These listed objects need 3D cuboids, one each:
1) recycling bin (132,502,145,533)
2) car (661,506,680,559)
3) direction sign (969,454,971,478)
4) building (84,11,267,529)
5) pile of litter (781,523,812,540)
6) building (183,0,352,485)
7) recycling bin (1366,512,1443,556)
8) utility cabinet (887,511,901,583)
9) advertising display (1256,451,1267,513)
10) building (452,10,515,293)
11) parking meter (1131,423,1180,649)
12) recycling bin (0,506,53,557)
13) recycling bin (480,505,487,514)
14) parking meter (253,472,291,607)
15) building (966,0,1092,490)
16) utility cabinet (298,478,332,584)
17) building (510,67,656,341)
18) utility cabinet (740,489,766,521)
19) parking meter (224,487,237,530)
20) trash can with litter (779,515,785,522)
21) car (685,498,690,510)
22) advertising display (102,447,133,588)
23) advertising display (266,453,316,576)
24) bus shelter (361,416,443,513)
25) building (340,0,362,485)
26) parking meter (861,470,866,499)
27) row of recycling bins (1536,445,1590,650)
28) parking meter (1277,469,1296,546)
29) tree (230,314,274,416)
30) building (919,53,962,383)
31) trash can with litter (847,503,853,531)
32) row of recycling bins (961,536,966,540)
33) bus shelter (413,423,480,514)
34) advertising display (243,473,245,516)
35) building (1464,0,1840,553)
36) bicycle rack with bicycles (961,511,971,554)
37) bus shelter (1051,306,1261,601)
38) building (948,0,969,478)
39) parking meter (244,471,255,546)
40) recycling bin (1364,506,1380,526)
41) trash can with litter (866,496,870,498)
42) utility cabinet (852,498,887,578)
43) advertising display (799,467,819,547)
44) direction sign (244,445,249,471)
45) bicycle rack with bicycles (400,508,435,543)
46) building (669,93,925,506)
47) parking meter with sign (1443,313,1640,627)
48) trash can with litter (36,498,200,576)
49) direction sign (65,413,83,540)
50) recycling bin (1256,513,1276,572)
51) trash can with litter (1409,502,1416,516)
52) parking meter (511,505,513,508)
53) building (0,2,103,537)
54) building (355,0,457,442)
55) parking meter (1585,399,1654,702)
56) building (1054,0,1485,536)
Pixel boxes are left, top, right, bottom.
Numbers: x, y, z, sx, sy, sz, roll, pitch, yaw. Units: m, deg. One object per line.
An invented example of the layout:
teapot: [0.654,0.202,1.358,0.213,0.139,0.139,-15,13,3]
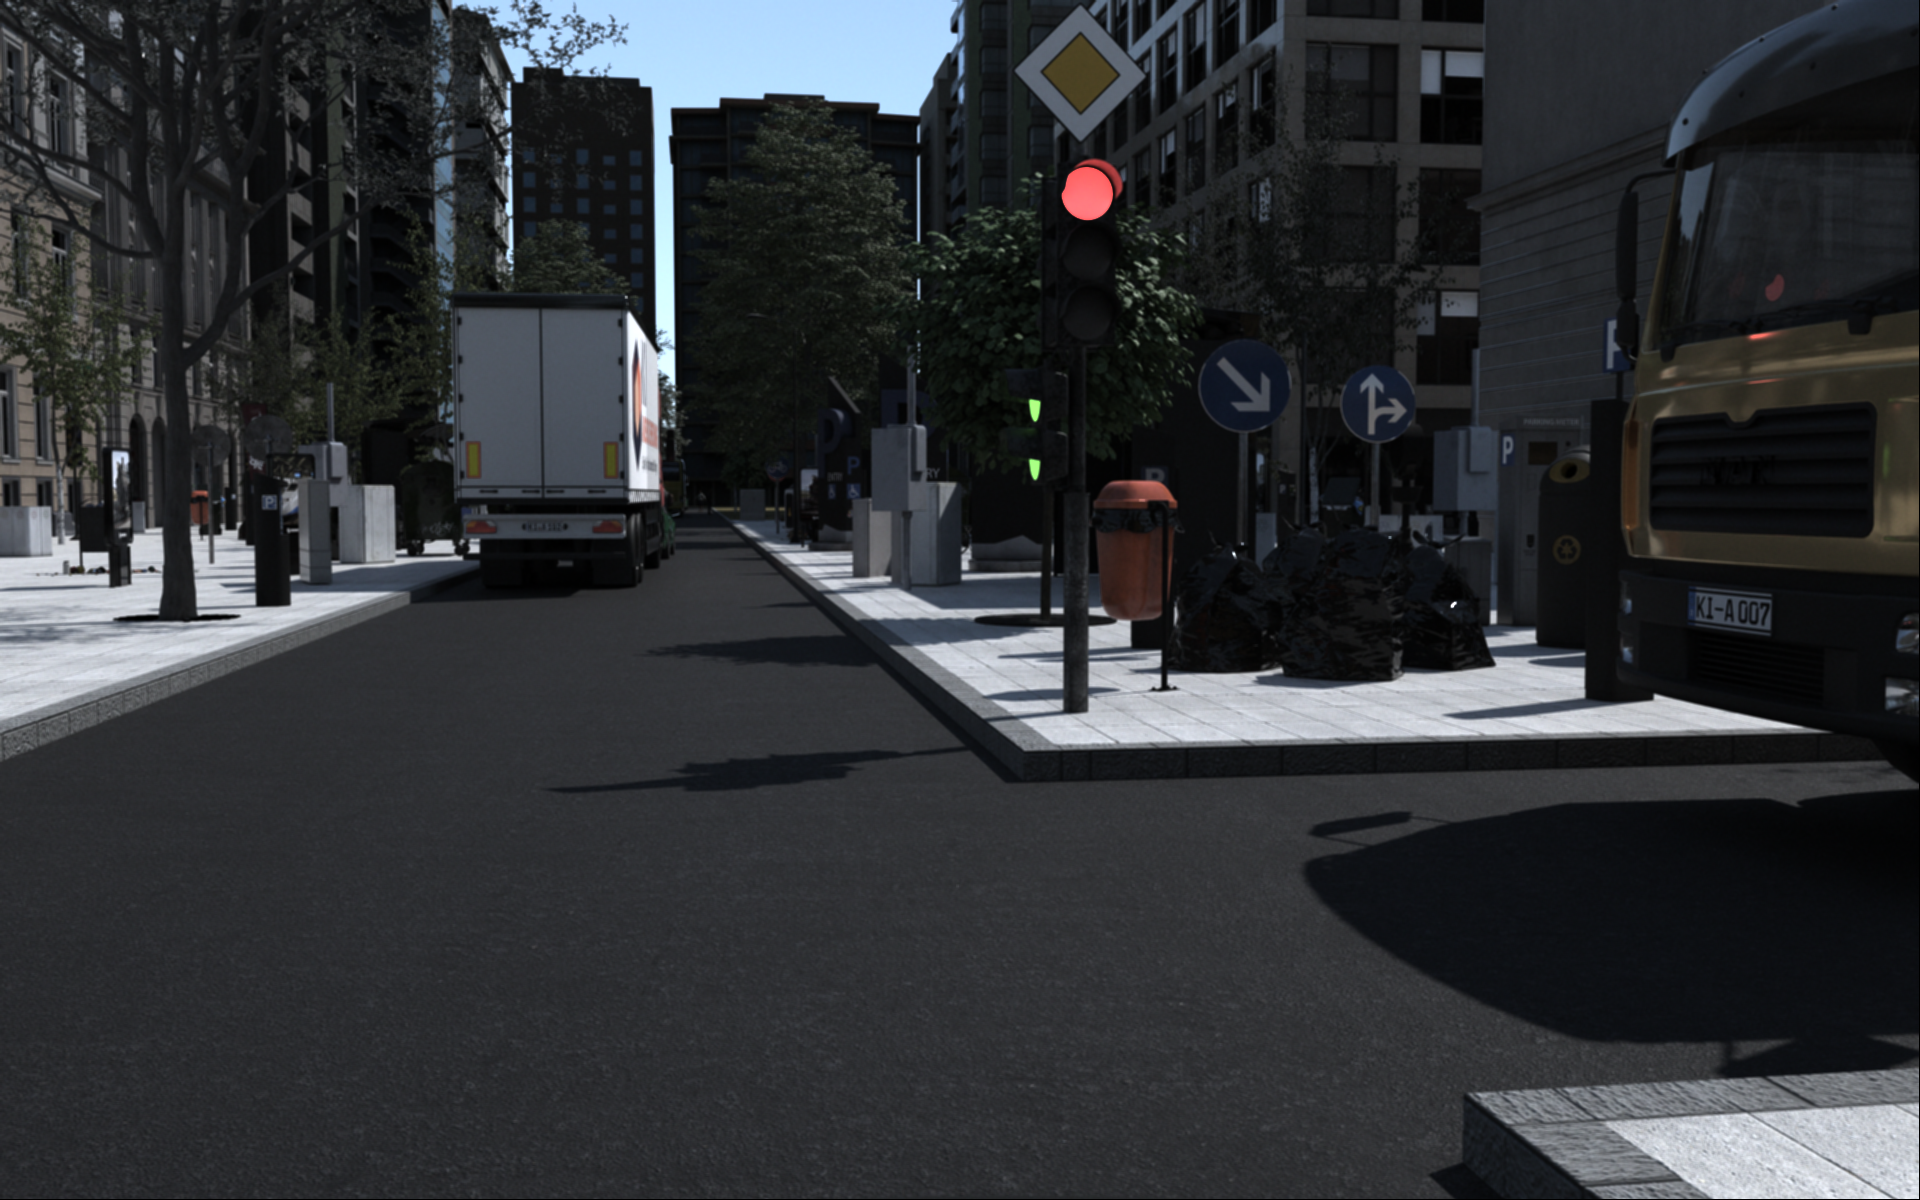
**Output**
recycling bin: [-27.487,-2.749,57.506,0.722,1.027,0.722,-2,4,-29]
car: [-7.473,-1.692,39.462,2.131,1.459,4.920,0,4,-7]
direction sign: [0.781,-5.512,82.114,0.876,3.537,0.379,-3,4,-37]
building: [-36.321,-13.739,66.430,13.314,21.916,24.055,-1,4,-9]
pile of litter: [-4.331,-2.122,48.654,1.719,0.858,1.176,-3,4,-36]
building: [-39.447,-19.287,87.049,14.160,30.474,14.107,-1,4,-9]
recycling bin: [5.342,-0.501,20.745,0.722,1.027,0.722,2,4,28]
utility cabinet: [-0.524,-0.870,25.380,1.020,1.237,0.306,-3,4,-37]
advertising display: [4.147,-1.256,25.745,0.974,1.923,0.123,-2,4,-32]
building: [-61.576,-36.703,189.327,27.495,52.752,28.713,-1,4,-9]
parking meter: [1.625,-0.530,14.382,0.399,1.863,0.255,0,4,6]
recycling bin: [-19.172,-1.405,35.525,0.722,1.027,0.722,1,4,10]
recycling bin: [-17.828,-3.166,64.312,0.722,1.027,0.722,0,4,3]
parking meter: [-7.889,-0.700,19.858,0.372,1.533,0.369,0,3,0]
building: [7.214,-26.103,110.382,14.154,41.232,14.086,-1,4,-9]
utility cabinet: [-9.276,-0.993,24.922,0.318,1.500,1.173,-2,4,-27]
building: [-39.947,-32.779,186.055,14.200,45.320,14.600,-1,4,-9]
utility cabinet: [-9.853,-4.502,82.281,1.173,1.500,0.318,0,4,3]
parking meter: [-25.863,-3.241,61.403,0.372,1.533,0.369,0,3,0]
trash can with litter: [-7.949,-4.232,80.585,1.055,1.170,0.624,1,4,13]
car: [-25.565,-8.873,156.865,2.131,1.459,4.920,-1,4,-9]
advertising display: [-11.693,-1.153,24.068,0.123,1.923,0.974,-1,4,-11]
advertising display: [-10.534,-1.352,27.318,0.123,1.923,0.974,1,4,20]
bus shelter: [-17.477,-3.883,54.763,1.731,3.624,6.357,-1,4,-9]
building: [-45.157,-40.624,102.461,20.563,71.187,20.611,-1,4,-9]
parking meter: [-2.413,-2.201,41.702,0.255,1.863,0.399,-1,4,-12]
row of recycling bins: [5.654,-0.379,13.312,1.069,1.692,3.534,-1,4,-13]
parking meter: [7.560,-2.102,40.078,0.255,1.863,0.399,-2,4,-35]
tree: [-27.613,-7.390,71.181,4.737,8.622,4.395,0,3,0]
building: [6.416,-34.989,195.775,21.600,48.544,21.300,-1,4,-9]
trash can with litter: [-2.139,-1.596,37.485,0.624,1.170,1.055,0,4,-5]
row of recycling bins: [-1.141,-2.591,49.468,1.069,1.692,3.534,-3,5,-41]
bus shelter: [-15.018,-3.571,52.304,2.014,3.302,5.546,-1,4,-9]
advertising display: [-20.714,-2.818,51.287,0.974,1.923,0.123,0,4,2]
building: [23.840,-11.764,34.138,24.055,21.916,13.314,-1,4,-9]
bicycle rack with bicycles: [0.910,-1.477,37.531,2.852,0.926,2.925,-2,4,-31]
bus shelter: [2.393,-1.995,23.903,1.731,3.624,6.357,-1,4,-9]
building: [7.599,-50.121,132.153,22.319,86.520,31.000,-1,4,-9]
parking meter: [-17.602,-2.293,43.203,0.399,1.863,0.255,-3,5,-41]
recycling bin: [8.735,-1.551,37.920,0.722,1.027,0.722,0,4,-6]
trash can with litter: [-2.799,-2.583,53.296,1.678,1.210,2.233,-2,4,-28]
utility cabinet: [-1.342,-0.969,27.002,0.306,1.237,1.020,1,4,22]
advertising display: [-3.379,-2.229,41.663,0.974,1.923,0.123,1,4,10]
direction sign: [-26.544,-4.479,65.228,0.379,3.537,0.876,2,4,32]
bicycle rack with bicycles: [-15.125,-1.987,45.869,2.925,0.926,2.852,1,4,9]
building: [-19.126,-32.904,192.601,28.867,44.769,22.147,-1,4,-9]
parking meter with sign: [5.639,-1.262,16.902,1.738,3.016,0.543,0,4,-7]
trash can with litter: [-13.538,-1.034,27.962,2.233,1.210,1.678,-1,4,-12]
direction sign: [-24.592,-3.433,48.126,0.876,3.537,0.379,3,4,38]
recycling bin: [3.803,-0.659,23.322,0.722,1.027,0.722,0,4,-6]
trash can with litter: [13.420,-2.434,50.848,1.678,1.210,2.233,2,4,25]
parking meter: [-17.810,-3.674,68.485,0.372,1.533,0.369,0,3,0]
building: [-32.372,-15.818,44.523,13.634,28.700,20.117,-1,4,-9]
building: [-47.290,-29.604,134.133,14.200,45.320,14.600,-1,4,-9]
parking meter: [4.137,-0.310,10.783,0.399,1.863,0.255,-1,4,-21]
building: [16.724,-16.289,70.835,19.350,26.468,34.151,-1,4,-9]
